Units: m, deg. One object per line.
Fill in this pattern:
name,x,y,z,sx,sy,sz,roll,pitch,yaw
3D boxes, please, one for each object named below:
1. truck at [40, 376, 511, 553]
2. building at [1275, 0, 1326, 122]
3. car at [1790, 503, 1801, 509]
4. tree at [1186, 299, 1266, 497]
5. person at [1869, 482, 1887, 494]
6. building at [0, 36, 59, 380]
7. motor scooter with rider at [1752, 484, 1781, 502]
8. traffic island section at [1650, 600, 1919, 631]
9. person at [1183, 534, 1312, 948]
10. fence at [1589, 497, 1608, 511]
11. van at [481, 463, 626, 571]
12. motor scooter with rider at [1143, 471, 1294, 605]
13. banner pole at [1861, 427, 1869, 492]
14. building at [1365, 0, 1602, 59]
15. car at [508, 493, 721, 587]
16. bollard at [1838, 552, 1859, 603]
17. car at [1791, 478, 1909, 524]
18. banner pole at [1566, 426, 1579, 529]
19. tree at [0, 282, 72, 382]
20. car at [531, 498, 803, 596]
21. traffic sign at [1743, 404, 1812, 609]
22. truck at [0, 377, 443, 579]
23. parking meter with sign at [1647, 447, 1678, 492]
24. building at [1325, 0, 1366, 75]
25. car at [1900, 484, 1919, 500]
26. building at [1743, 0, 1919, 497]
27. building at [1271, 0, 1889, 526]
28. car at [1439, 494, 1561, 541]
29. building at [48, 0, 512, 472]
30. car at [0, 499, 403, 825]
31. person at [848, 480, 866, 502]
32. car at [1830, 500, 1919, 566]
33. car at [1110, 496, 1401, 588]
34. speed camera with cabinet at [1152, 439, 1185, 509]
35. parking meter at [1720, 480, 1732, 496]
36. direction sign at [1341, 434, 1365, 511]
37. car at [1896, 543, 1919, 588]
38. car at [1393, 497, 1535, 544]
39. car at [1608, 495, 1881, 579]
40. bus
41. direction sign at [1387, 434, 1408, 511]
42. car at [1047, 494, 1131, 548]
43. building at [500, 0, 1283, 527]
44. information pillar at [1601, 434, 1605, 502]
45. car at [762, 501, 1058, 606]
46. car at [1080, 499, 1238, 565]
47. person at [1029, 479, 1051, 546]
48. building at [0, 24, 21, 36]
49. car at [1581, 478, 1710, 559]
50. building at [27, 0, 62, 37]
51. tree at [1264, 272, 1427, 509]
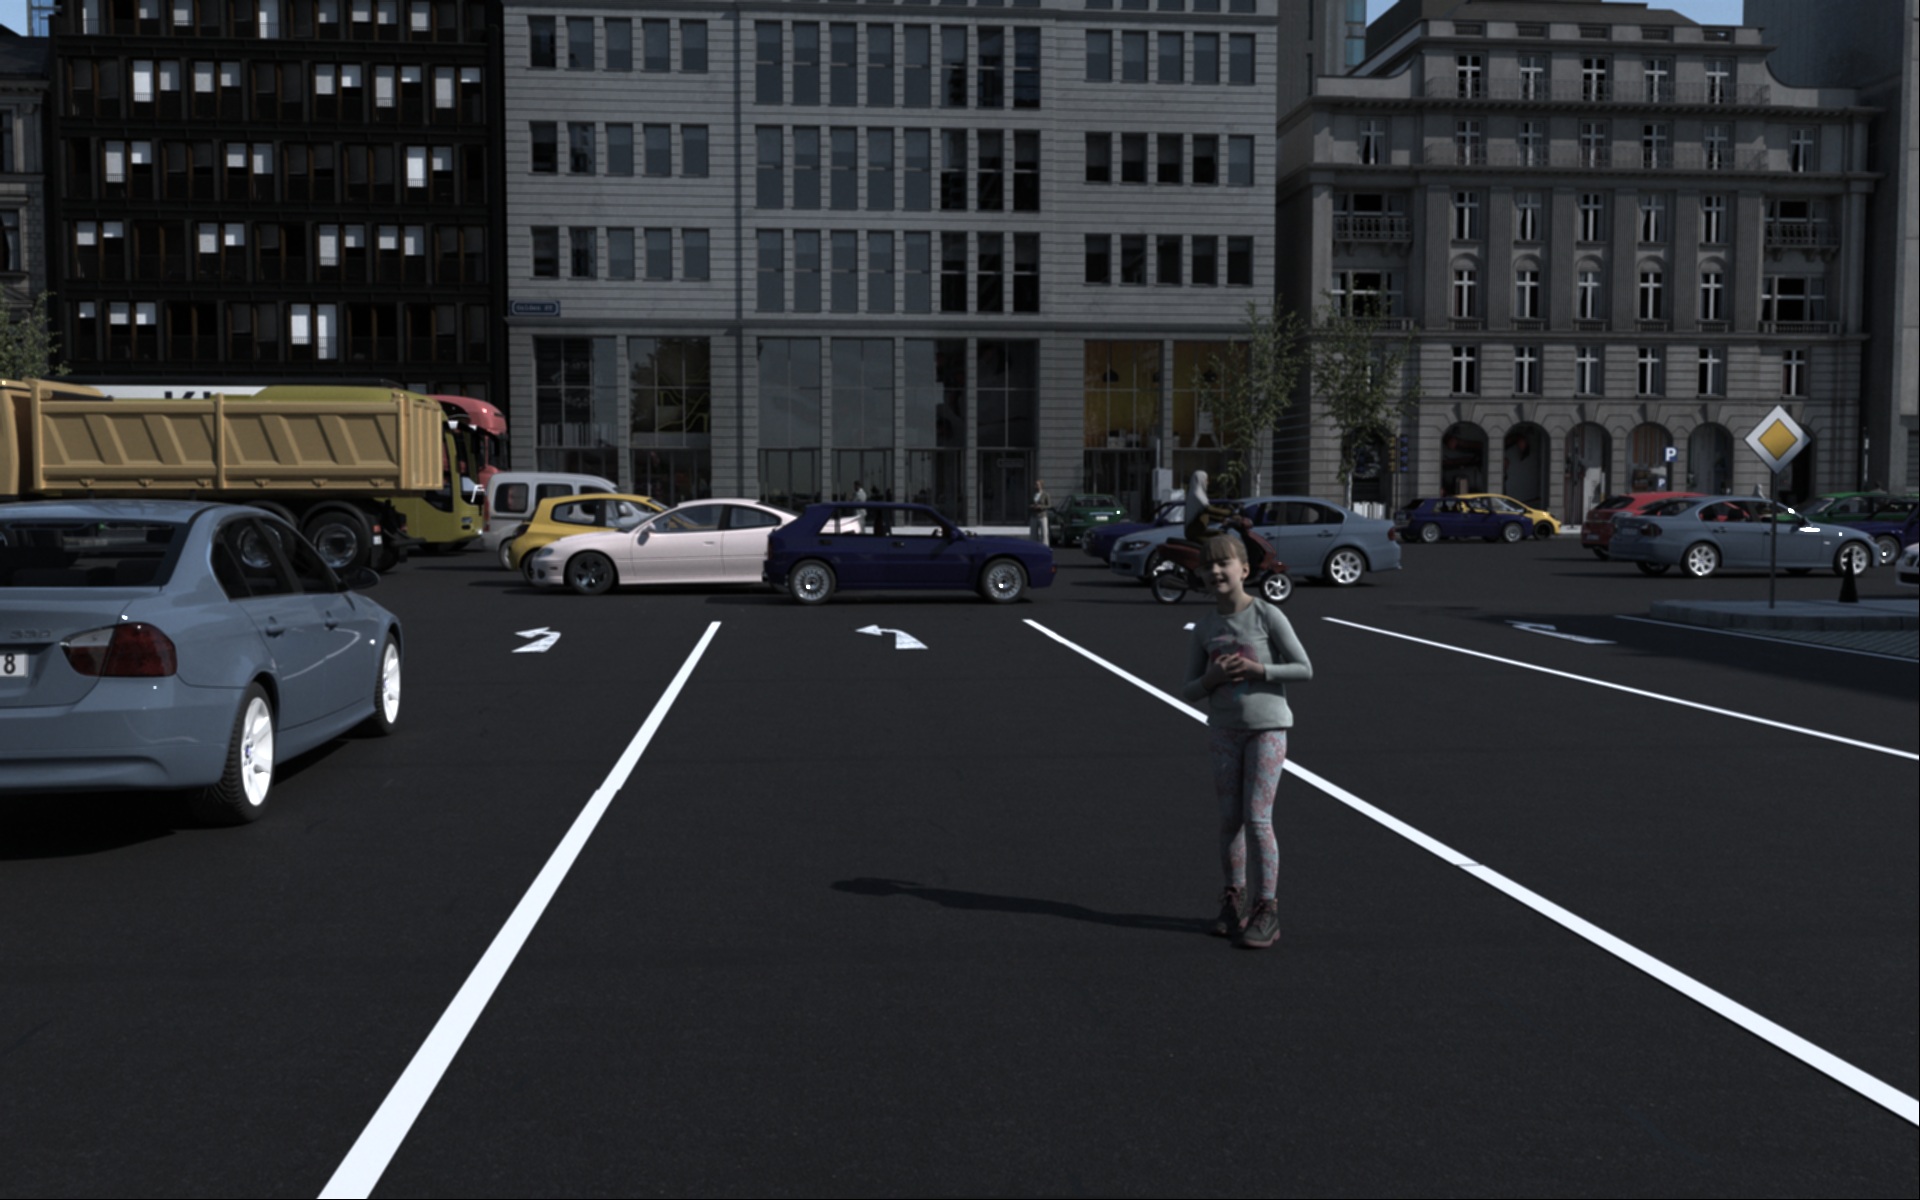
truck,-16.277,-3.295,42.793,11.283,4.237,2.839,0,4,-6
building,18.767,-27.358,130.902,14.154,41.232,14.086,0,4,-5
car,23.338,-2.089,46.510,4.827,1.381,2.083,0,4,-5
tree,10.753,-6.924,63.575,4.737,8.622,4.395,0,3,0
person,28.288,-2.738,53.366,0.694,1.812,0.767,1,4,18
building,-42.986,-12.406,67.474,19.286,19.102,10.561,0,4,-5
motor scooter with rider,24.837,-2.711,53.286,1.986,1.779,0.876,0,4,-5
traffic island section,9.121,0.174,19.435,2.009,0.180,2.903,0,4,-5
person,0.919,0.439,5.598,0.425,1.301,0.394,1,4,15
fence,23.241,-3.067,61.350,0.480,1.192,2.264,-3,4,-38
van,-6.978,-1.588,32.969,4.112,2.044,2.013,0,4,-6
motor scooter with rider,3.371,-0.825,22.458,1.986,1.779,0.876,0,4,-4
banner pole,34.061,-4.600,65.221,0.401,3.779,0.863,3,5,43
building,49.023,-32.834,160.536,21.600,48.544,21.300,0,4,-5
car,-5.087,-1.053,27.433,3.980,1.641,2.015,0,4,-4
bollard,10.533,-0.274,20.516,0.229,0.601,0.229,0,3,0
car,20.246,-1.896,39.794,4.718,1.807,1.959,0,4,-5
banner pole,22.546,-4.495,63.505,0.401,3.779,0.863,0,4,5
tree,-31.739,-6.602,58.306,4.737,8.622,4.395,0,3,0
car,-3.826,-0.798,25.407,4.827,1.381,2.083,0,4,-4
traffic sign,9.098,-0.961,19.356,0.795,2.450,0.064,0,4,-5
truck,-14.222,-2.091,30.115,9.791,3.379,3.469,0,4,-4
parking meter with sign,26.134,-4.200,64.927,0.543,3.016,1.738,-1,4,-9
building,21.871,-32.640,153.276,23.786,49.044,30.456,0,4,-5
car,31.331,-2.835,55.146,4.718,1.807,1.959,0,4,-4
building,46.895,-15.794,76.246,19.932,24.808,12.078,0,4,-5
building,24.887,-14.292,75.475,24.055,21.916,13.314,0,4,-5
car,16.703,-2.678,54.003,3.980,1.641,2.015,0,4,-7
building,-25.570,-14.680,69.699,15.834,23.373,12.332,0,4,-5
car,-4.063,0.202,8.705,2.014,1.417,4.499,0,4,-6
person,-2.691,-2.240,45.304,0.466,1.800,0.511,0,4,6
car,19.625,-1.405,35.551,3.894,1.354,1.945,0,4,-5
car,4.611,-0.934,27.276,4.499,1.417,2.014,0,4,-3
speed camera with cabinet,7.449,-4.128,61.833,0.660,3.252,2.038,-1,4,-12
parking meter,30.813,-3.915,69.722,0.399,1.863,0.255,-1,4,-21
direction sign,14.925,-4.515,65.813,0.876,3.537,0.379,2,4,25
car,15.228,-0.677,23.434,4.827,1.381,2.083,0,4,-4
car,14.820,-2.354,51.065,3.894,1.354,1.945,0,4,-6
car,13.712,-1.118,30.274,4.499,1.417,2.014,0,4,-7
bus,-17.018,-2.945,39.690,12.252,3.916,2.896,0,4,-6
direction sign,16.516,-4.492,65.434,0.876,3.537,0.379,-1,4,-19
car,3.533,-2.196,47.699,2.131,1.459,4.920,0,4,-4
building,-2.841,-17.984,71.525,29.804,29.767,11.434,0,4,-5
information pillar,24.851,-4.624,66.959,0.183,3.616,0.504,1,4,16
car,-0.690,-0.646,23.149,3.894,1.354,1.945,0,4,-6
car,4.360,-1.309,33.986,3.894,1.354,1.945,0,4,-4
person,1.681,-1.722,37.198,0.519,1.759,0.362,2,4,28
building,-87.972,-28.674,152.420,14.086,41.232,14.154,0,4,-5
car,15.764,-1.735,37.410,4.494,1.783,2.155,0,4,-7
building,-64.778,-51.121,148.507,31.000,86.520,22.319,0,4,-5
tree,13.387,-6.616,58.533,4.737,8.622,4.395,0,3,0
